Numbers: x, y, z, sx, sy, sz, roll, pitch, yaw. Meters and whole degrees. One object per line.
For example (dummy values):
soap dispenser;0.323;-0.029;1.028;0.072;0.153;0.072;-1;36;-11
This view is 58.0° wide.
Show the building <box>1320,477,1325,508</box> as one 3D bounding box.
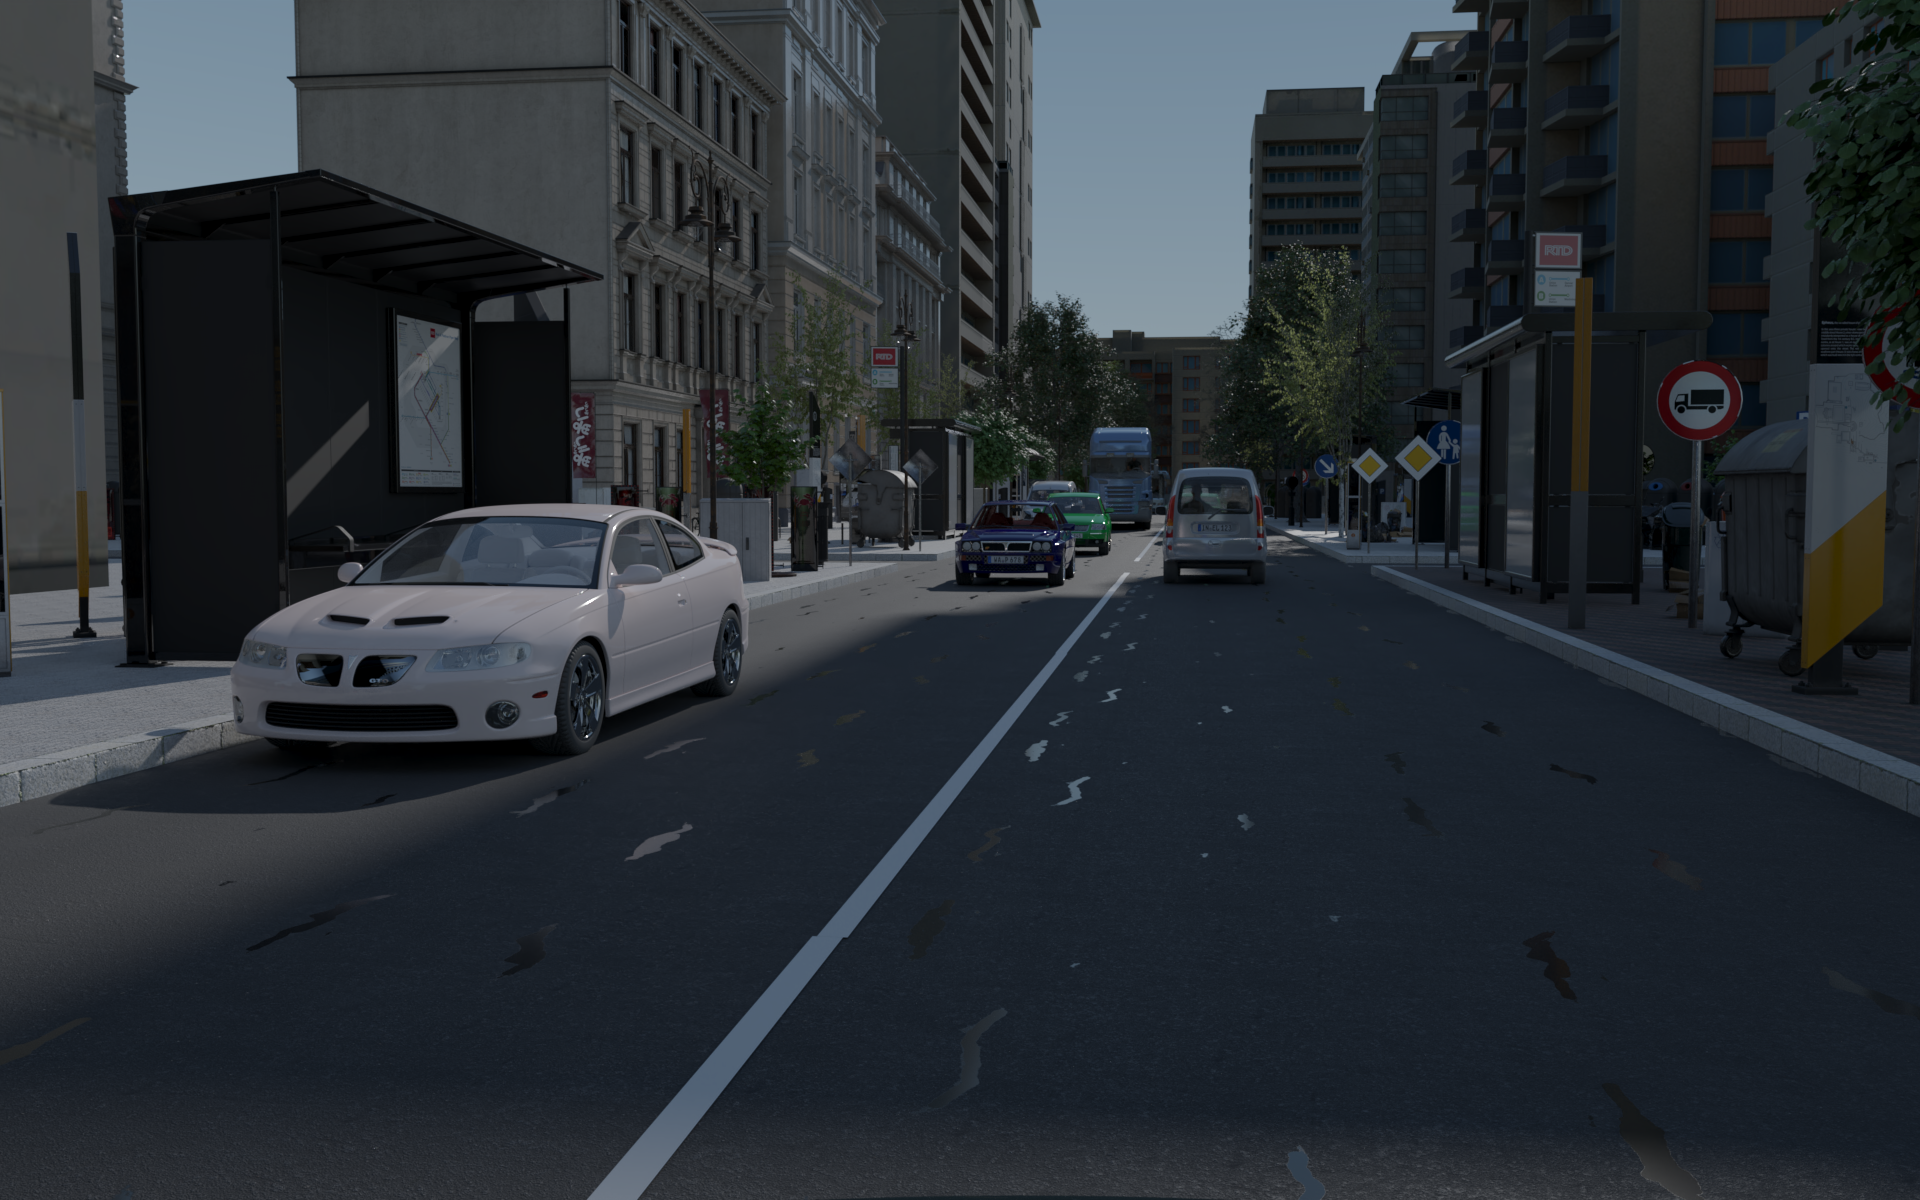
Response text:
building;50.935;-28.835;163.326;32.217;40.220;23.993;0;4;8

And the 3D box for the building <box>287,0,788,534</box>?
building;-13.025;-11.787;57.351;10.561;19.102;19.286;0;4;8

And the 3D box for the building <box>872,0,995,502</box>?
building;-9.224;-30.770;126.796;21.300;48.544;21.600;0;4;8

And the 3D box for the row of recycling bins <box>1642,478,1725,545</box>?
row of recycling bins;18.142;-2.249;43.876;3.534;1.692;1.069;3;5;45

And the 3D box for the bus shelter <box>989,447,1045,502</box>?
bus shelter;2.251;-4.722;71.136;2.014;3.302;5.546;0;4;8

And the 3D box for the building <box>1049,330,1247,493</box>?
building;21.399;-22.847;218.587;28.899;21.520;27.650;0;4;8

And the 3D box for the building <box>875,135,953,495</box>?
building;-8.603;-15.772;99.667;13.314;21.916;24.055;0;4;8

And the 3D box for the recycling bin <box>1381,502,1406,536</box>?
recycling bin;13.377;-2.500;53.427;0.722;1.027;0.722;1;4;18

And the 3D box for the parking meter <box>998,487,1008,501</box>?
parking meter;1.653;-3.554;66.518;0.372;1.533;0.369;0;3;0

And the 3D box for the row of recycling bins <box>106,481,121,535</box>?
row of recycling bins;-26.834;-2.956;55.442;1.069;1.692;3.534;0;4;4

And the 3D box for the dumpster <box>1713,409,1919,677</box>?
dumpster;6.443;-0.426;12.727;1.264;1.857;1.865;0;4;7

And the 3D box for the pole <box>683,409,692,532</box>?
pole;-6.559;-2.923;41.628;0.158;3.312;0.155;0;3;0

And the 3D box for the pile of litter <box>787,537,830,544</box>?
pile of litter;-3.908;-1.892;44.902;1.176;0.858;1.719;0;4;5

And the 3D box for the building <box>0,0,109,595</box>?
building;-23.634;-23.836;13.426;21.600;48.544;21.300;0;4;8

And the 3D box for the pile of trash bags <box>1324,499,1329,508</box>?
pile of trash bags;20.652;-5.134;93.692;1.912;1.369;3.447;0;4;1

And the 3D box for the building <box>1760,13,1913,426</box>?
building;45.245;-12.842;55.004;28.899;21.520;27.650;0;4;8

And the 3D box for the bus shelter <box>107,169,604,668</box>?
bus shelter;-5.069;-1.496;15.741;1.731;3.624;6.357;0;4;7

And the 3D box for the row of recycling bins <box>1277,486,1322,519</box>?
row of recycling bins;18.092;-5.220;92.455;1.069;1.692;3.534;-1;4;-22

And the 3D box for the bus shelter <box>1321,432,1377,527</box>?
bus shelter;15.310;-4.713;68.348;1.731;3.624;6.357;0;4;7

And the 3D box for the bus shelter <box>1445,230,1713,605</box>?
bus shelter;8.115;-2.849;24.209;2.179;5.291;8.768;0;4;7

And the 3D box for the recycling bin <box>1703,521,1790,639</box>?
recycling bin;7.260;-0.199;15.804;0.722;1.027;0.722;3;4;38

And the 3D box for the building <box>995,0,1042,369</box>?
building;-7.047;-35.464;169.072;27.495;52.752;28.713;0;4;8

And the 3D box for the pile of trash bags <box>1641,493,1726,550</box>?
pile of trash bags;16.315;-1.848;39.975;3.447;1.369;1.912;1;4;17

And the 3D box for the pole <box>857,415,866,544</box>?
pole;-2.549;-3.116;44.792;0.158;3.312;0.155;0;3;0

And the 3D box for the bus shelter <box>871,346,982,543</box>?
bus shelter;-0.993;-4.401;49.595;2.179;5.291;8.768;0;4;8

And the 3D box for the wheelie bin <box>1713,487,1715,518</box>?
wheelie bin;21.859;-2.557;49.717;0.693;1.594;0.980;3;5;40

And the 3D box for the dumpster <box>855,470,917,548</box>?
dumpster;-1.791;-2.207;41.835;1.264;1.857;1.865;0;4;8

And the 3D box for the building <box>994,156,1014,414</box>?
building;-3.166;-22.811;144.667;14.160;30.474;14.107;0;4;8

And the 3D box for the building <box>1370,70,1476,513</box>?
building;35.905;-21.427;122.033;14.160;30.474;14.107;0;4;8

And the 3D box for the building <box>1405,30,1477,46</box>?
building;47.331;-27.386;139.645;32.217;40.220;23.993;0;4;8

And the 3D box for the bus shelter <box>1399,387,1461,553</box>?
bus shelter;11.615;-3.041;40.997;1.731;3.624;6.357;0;4;8

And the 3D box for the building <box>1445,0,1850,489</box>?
building;36.305;-26.321;84.980;22.147;44.769;28.867;0;4;8

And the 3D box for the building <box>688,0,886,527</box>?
building;-11.536;-17.786;76.697;13.634;28.700;20.117;0;4;8

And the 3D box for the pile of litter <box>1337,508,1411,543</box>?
pile of litter;10.917;-1.973;46.225;1.176;0.858;1.719;-2;4;-26

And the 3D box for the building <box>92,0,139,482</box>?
building;-38.479;-13.893;56.033;19.941;23.489;11.050;0;4;8

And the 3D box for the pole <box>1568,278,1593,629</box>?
pole;5.902;-1.384;16.477;0.158;3.312;0.155;0;3;0

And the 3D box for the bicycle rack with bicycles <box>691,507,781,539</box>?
bicycle rack with bicycles;-6.617;-2.217;49.631;2.852;0.926;2.925;3;5;39

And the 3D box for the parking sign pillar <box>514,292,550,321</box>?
parking sign pillar;-5.055;-1.935;20.112;1.447;3.967;1.447;-2;4;-29

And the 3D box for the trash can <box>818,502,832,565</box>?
trash can;-2.695;-1.209;31.415;0.748;1.137;0.748;0;3;0

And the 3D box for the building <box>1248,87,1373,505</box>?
building;45.843;-35.862;210.053;21.600;48.544;21.300;0;4;8

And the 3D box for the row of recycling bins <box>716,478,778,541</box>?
row of recycling bins;-5.648;-2.370;45.864;1.069;1.692;3.534;1;4;14
